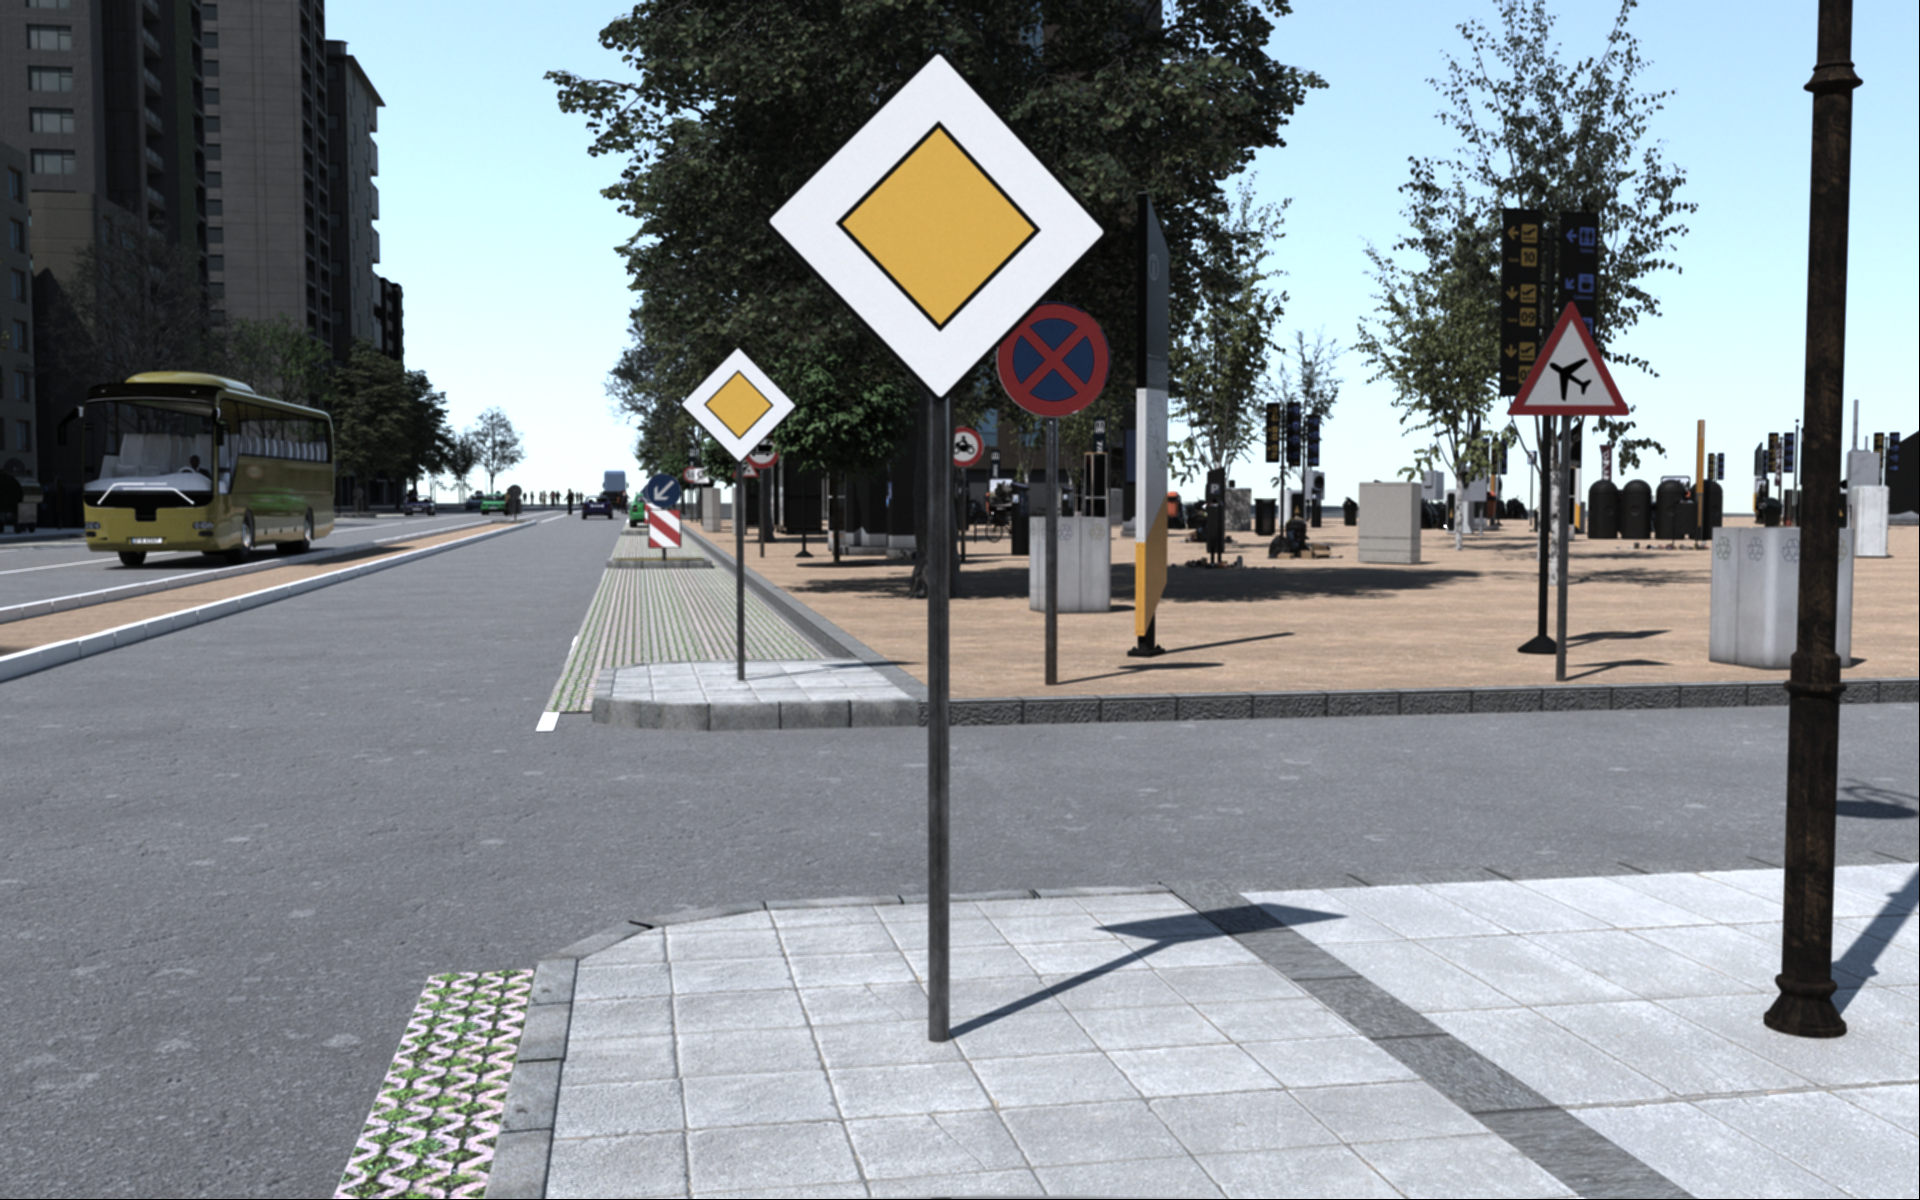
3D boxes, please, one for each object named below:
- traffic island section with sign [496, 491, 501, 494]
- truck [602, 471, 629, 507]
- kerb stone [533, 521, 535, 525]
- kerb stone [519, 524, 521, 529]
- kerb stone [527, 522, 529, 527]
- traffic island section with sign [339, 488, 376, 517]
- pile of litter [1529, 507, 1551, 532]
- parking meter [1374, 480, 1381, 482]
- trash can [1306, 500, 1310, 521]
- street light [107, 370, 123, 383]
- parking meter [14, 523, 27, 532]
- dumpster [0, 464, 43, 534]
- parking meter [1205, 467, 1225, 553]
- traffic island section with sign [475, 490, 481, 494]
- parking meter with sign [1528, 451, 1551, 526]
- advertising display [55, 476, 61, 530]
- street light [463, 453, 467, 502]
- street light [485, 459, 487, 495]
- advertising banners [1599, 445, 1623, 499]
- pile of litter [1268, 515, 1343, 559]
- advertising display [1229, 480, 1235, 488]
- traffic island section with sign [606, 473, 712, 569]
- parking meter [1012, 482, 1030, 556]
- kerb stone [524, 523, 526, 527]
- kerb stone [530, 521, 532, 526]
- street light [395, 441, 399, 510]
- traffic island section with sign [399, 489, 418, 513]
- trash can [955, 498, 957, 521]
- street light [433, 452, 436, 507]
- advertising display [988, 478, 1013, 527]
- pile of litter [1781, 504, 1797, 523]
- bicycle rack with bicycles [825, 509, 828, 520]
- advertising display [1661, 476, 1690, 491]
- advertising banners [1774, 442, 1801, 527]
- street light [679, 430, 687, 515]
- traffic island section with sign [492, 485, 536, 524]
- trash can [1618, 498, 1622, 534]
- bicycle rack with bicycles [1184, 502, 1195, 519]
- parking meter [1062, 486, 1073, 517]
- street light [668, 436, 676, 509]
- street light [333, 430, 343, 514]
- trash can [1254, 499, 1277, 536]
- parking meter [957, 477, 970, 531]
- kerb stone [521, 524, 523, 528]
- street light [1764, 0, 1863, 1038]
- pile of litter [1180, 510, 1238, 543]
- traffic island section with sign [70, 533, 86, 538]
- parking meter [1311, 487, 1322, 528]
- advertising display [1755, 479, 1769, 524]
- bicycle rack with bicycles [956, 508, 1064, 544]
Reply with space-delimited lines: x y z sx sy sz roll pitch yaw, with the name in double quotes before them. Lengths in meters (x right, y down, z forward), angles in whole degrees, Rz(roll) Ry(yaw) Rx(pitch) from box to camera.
"traffic island section with sign" -57.205 -12.608 214.773 1.989 1.847 2.006 -1 4 -10
"truck" -38.517 -12.365 191.918 2.967 4.110 18.799 -1 4 -9
"kerb stone" -19.660 -3.486 79.185 0.120 0.150 1.000 -1 4 -10
"kerb stone" -17.980 -2.929 70.115 0.120 0.150 1.000 -1 4 -10
"kerb stone" -18.912 -3.239 75.154 0.120 0.150 1.000 -1 4 -10
"traffic island section with sign" -37.203 -6.019 107.039 1.989 1.847 2.006 -1 4 -10
"pile of litter" 19.882 -2.732 58.633 1.176 0.858 1.719 1 4 21
"parking meter" 17.411 -4.051 71.951 0.399 1.863 0.255 -1 4 -10
"trash can" 16.129 -4.262 81.330 0.748 1.137 0.748 0 3 0
"street light" -31.333 -5.603 64.399 0.468 5.910 1.993 -1 4 -10
"parking meter" -32.058 -3.097 59.040 0.372 1.533 0.369 0 3 0
"dumpster" -31.090 -3.310 56.605 1.502 2.255 1.985 -1 4 -10
"parking meter" 5.536 -1.949 37.582 0.399 1.863 0.255 1 4 20
"traffic island section with sign" -52.158 -10.949 187.637 1.989 1.847 2.006 -1 4 -10
"parking meter with sign" 23.875 -4.516 70.090 1.738 3.016 0.543 -1 4 -14
"advertising display" -32.745 -3.528 62.892 0.123 1.923 0.974 -2 4 -31
"street light" -55.191 -13.474 193.090 0.468 5.910 1.993 -1 4 -10
"street light" -60.354 -15.165 220.737 0.468 5.910 1.993 -1 4 -10
"advertising banners" 23.561 -3.995 61.500 2.074 3.025 0.090 -1 4 -15
"pile of litter" 6.915 -1.269 34.711 1.719 0.858 1.176 -1 4 -11
"advertising display" 12.502 -4.557 79.725 0.123 1.923 0.974 0 4 -1
"traffic island section with sign" -5.908 -1.545 33.890 1.989 1.847 2.006 -1 4 -10
"parking meter" 1.264 -1.699 36.183 0.372 1.533 0.369 0 3 0
"kerb stone" -18.542 -3.115 73.142 0.120 0.150 1.000 -1 4 -10
"kerb stone" -19.283 -3.362 77.173 0.120 0.150 1.000 -1 4 -10
"street light" -45.407 -10.218 139.859 0.468 5.910 1.993 -1 4 -10
"traffic island section with sign" -42.134 -7.644 133.609 1.989 1.847 2.006 -1 4 -10
"trash can" -0.315 -3.440 67.893 0.748 1.137 0.748 0 3 0
"street light" -50.207 -11.785 165.471 0.468 5.910 1.993 -1 4 -10
"advertising display" 1.602 -3.830 67.840 0.974 1.923 0.123 0 3 0
"pile of litter" 37.535 -3.940 78.391 1.719 0.858 1.176 -3 4 -36
"bicycle rack with bicycles" -4.869 -4.141 81.081 2.925 0.926 2.852 -1 4 -9
"advertising display" 25.581 -3.471 61.963 0.974 1.923 0.123 2 4 24
"advertising banners" 28.262 -3.842 59.011 2.074 3.025 0.090 -2 4 -34
"street light" -16.892 -8.137 105.827 0.468 5.910 1.993 -1 4 -10
"traffic island section with sign" -21.697 -4.657 84.278 2.006 1.907 1.989 -1 4 -10
"trash can" 21.486 -2.696 55.739 0.748 1.137 0.748 0 3 0
"bicycle rack with bicycles" 11.739 -4.301 83.702 2.852 0.926 2.925 2 4 33
"parking meter" 3.512 -2.950 56.652 0.372 1.533 0.369 0 3 0
"street light" -22.025 -9.825 133.419 0.468 5.910 1.993 -1 4 -10
"street light" -40.288 -8.525 112.177 0.468 5.910 1.993 -1 4 -10
"trash can" 9.403 -2.550 53.348 0.748 1.137 0.748 0 3 0
"parking meter" 0.120 -3.356 60.575 0.399 1.863 0.255 2 4 35
"kerb stone" -18.161 -2.992 71.121 0.120 0.150 1.000 -1 4 -10
"street light" 2.033 -1.908 3.989 0.468 5.910 1.993 -1 4 -10
"pile of litter" 6.500 -1.959 45.991 1.719 0.858 1.176 3 5 42
"traffic island section with sign" -27.888 -2.950 56.865 1.989 1.847 2.006 -1 4 -10
"parking meter" 13.631 -3.536 66.227 0.372 1.533 0.369 0 3 0
"advertising display" 34.095 -4.185 73.640 0.123 1.923 0.974 0 4 0
"bicycle rack with bicycles" 1.841 -1.978 45.727 2.852 0.926 2.925 3 5 40
